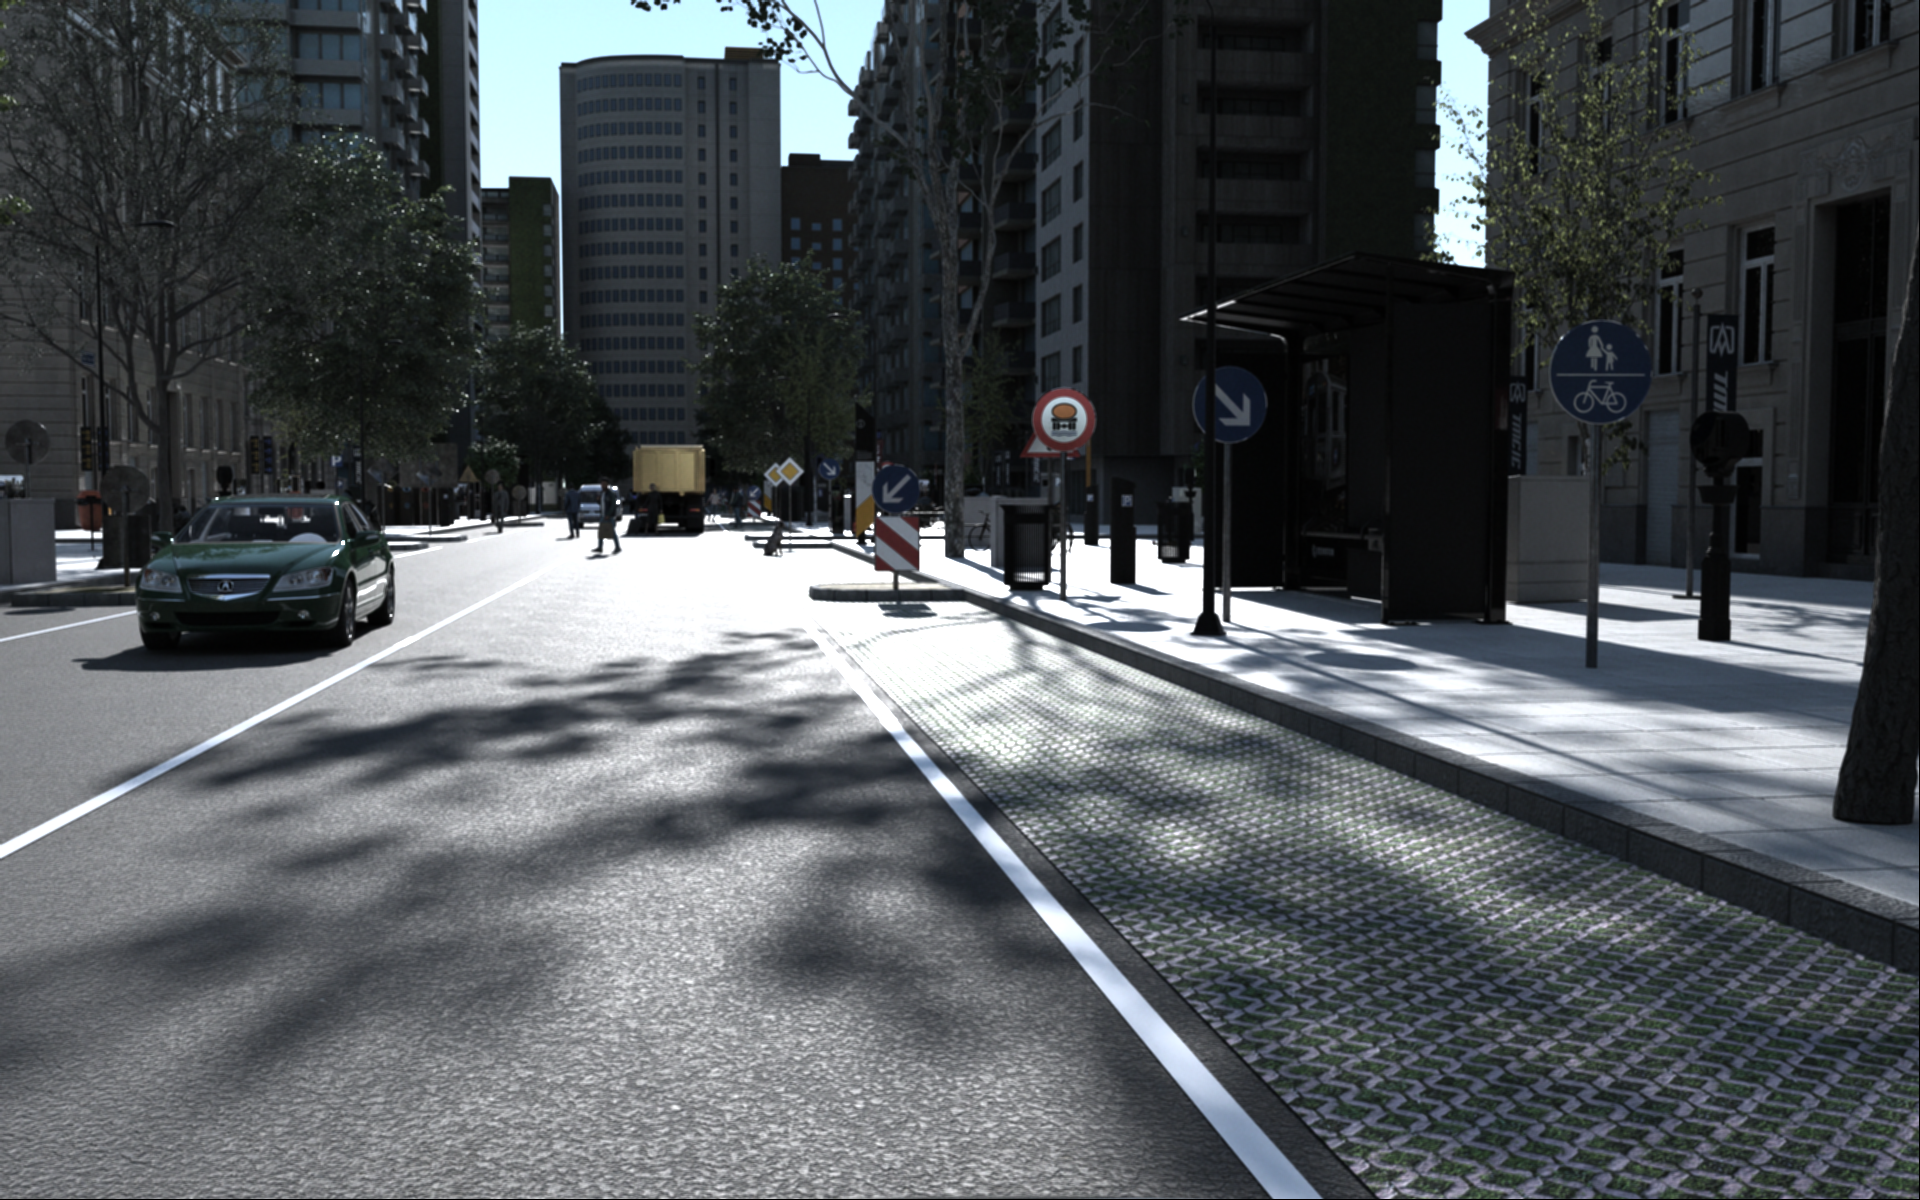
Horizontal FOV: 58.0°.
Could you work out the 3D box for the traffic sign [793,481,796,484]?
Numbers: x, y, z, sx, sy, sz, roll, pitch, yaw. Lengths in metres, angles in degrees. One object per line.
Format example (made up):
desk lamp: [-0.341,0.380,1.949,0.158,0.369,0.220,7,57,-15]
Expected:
traffic sign: [-10.358,-6.461,105.740,0.768,2.556,0.104,0,3,0]

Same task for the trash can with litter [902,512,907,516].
trash can with litter: [-3.219,-5.020,93.140,1.678,1.210,2.233,1,4,23]

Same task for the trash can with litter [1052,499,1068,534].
trash can with litter: [2.932,-2.705,55.619,1.055,1.170,0.624,0,4,1]

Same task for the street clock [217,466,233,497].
street clock: [-18.878,-2.443,44.507,0.471,2.002,0.358,3,5,44]

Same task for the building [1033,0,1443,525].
building: [11.377,-18.563,75.200,14.107,30.474,14.160,-1,4,-9]

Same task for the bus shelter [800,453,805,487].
bus shelter: [-8.656,-6.733,101.366,1.731,3.624,6.357,-1,4,-9]

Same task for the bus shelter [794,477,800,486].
bus shelter: [-11.715,-7.819,121.764,2.014,3.302,5.546,-1,4,-9]

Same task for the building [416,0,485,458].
building: [-63.609,-38.785,176.141,28.212,58.520,21.231,-1,4,-9]

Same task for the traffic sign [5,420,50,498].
traffic sign: [-16.011,-1.814,29.758,0.768,2.556,0.104,0,4,0]

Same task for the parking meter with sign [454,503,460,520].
parking meter with sign: [-25.700,-5.491,86.045,1.738,3.016,0.543,1,4,17]

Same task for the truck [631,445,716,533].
truck: [-11.270,-4.389,67.691,3.469,3.379,9.791,0,4,-8]

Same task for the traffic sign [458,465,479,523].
traffic sign: [-21.823,-4.704,76.915,0.884,2.594,0.081,0,4,-7]

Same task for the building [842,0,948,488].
building: [0.109,-34.343,181.108,23.786,49.044,30.456,-1,4,-9]

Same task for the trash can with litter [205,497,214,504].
trash can with litter: [-24.299,-2.789,56.980,1.055,1.170,0.624,0,4,2]

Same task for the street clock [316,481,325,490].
street clock: [-36.058,-5.697,97.723,0.358,2.002,0.471,1,4,18]

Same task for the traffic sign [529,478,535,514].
traffic sign: [-27.887,-6.744,112.392,0.606,2.300,0.079,0,4,-7]

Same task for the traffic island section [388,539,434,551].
traffic island section: [-14.955,-1.384,44.912,2.009,0.180,2.903,-1,4,-9]

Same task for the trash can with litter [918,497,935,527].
trash can with litter: [-1.371,-3.407,67.090,0.624,1.170,1.055,1,4,13]

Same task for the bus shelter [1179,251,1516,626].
bus shelter: [4.195,-1.754,19.964,1.731,3.624,6.357,-1,4,-9]

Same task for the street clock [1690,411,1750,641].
street clock: [6.624,-0.647,15.152,0.358,2.002,0.471,-1,4,-20]

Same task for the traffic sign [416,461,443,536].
traffic sign: [-16.147,-3.003,52.746,0.795,2.450,0.064,-1,4,-9]

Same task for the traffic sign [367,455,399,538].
traffic sign: [-14.933,-2.521,44.853,0.795,2.450,0.064,-1,4,-9]

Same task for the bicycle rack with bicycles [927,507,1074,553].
bicycle rack with bicycles: [1.363,-1.489,37.729,2.925,0.926,2.852,-3,5,-39]

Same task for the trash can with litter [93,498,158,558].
trash can with litter: [-16.296,-1.473,35.145,2.233,1.210,1.678,1,4,22]

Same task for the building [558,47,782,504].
building: [-38.327,-42.122,230.696,28.212,58.520,21.231,-1,4,-9]

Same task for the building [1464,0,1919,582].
building: [18.623,-13.973,25.719,12.463,27.353,25.104,-1,4,-9]

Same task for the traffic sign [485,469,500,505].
traffic sign: [-24.000,-5.432,88.919,0.768,2.556,0.104,0,4,-5]

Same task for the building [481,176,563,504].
building: [-59.257,-33.104,224.837,14.086,41.232,14.154,-1,4,-9]

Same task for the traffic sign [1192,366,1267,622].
traffic sign: [2.676,-1.052,17.311,0.768,2.556,0.104,-1,4,-8]

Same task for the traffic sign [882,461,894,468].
traffic sign: [-2.818,-4.121,67.481,0.768,2.556,0.104,0,4,-5]

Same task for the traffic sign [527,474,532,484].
traffic sign: [-26.797,-6.523,106.762,0.768,2.556,0.104,0,4,-8]

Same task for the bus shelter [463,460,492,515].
bus shelter: [-29.764,-7.148,108.153,1.731,3.624,6.357,-1,4,-9]

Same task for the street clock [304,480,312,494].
street clock: [-34.189,-5.279,90.886,0.358,2.002,0.471,0,4,-2]

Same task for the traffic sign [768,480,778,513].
traffic sign: [-10.989,-6.091,101.713,0.606,2.300,0.079,0,4,0]

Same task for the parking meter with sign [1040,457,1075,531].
parking meter with sign: [3.224,-3.973,61.224,1.738,3.016,0.543,3,5,45]

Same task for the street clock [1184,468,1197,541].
street clock: [6.302,-2.617,47.366,0.358,2.002,0.471,1,4,20]

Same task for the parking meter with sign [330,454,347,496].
parking meter with sign: [-27.417,-4.925,76.778,0.543,3.016,1.738,0,4,-7]

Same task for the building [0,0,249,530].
building: [-39.035,-16.815,72.194,12.463,27.353,25.104,-1,4,-9]

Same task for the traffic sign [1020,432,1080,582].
traffic sign: [1.304,-1.539,25.162,0.884,2.594,0.081,0,4,-2]

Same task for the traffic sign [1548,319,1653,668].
traffic sign: [4.669,-0.772,12.728,0.768,2.556,0.104,0,4,-2]

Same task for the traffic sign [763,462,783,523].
traffic sign: [-5.772,-3.099,54.316,0.795,2.450,0.064,-1,4,-9]

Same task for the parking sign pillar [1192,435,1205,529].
parking sign pillar: [9.016,-4.616,63.946,1.447,3.967,1.447,2,4,33]

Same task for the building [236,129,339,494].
building: [-43.398,-15.579,96.513,13.314,21.916,24.055,-1,4,-9]

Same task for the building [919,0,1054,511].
building: [9.660,-28.303,117.376,22.147,44.769,28.867,-1,4,-9]

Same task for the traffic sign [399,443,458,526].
traffic sign: [-21.182,-4.598,69.046,2.265,3.308,0.079,0,4,-7]

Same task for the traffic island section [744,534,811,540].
traffic island section: [-5.750,-1.964,54.396,2.009,0.180,2.903,-1,4,-9]

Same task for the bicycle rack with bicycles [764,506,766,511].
bicycle rack with bicycles: [-13.020,-7.012,128.027,2.925,0.926,2.852,-1,4,-12]

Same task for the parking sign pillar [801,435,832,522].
parking sign pillar: [-6.590,-5.573,79.595,1.447,3.967,1.447,2,4,32]

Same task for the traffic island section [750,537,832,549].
traffic island section: [-4.535,-1.482,46.504,2.009,0.180,2.903,-1,4,-9]

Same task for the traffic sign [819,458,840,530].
traffic sign: [-4.627,-3.757,61.535,0.768,2.556,0.104,0,4,-2]

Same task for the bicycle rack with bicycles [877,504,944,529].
bicycle rack with bicycles: [-1.173,-3.025,62.846,2.925,0.926,2.852,1,4,16]

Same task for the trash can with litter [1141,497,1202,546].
trash can with litter: [5.376,-1.982,43.465,1.678,1.210,2.233,0,4,7]

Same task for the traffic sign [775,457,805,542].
traffic sign: [-4.557,-2.617,46.423,0.795,2.450,0.064,-1,4,-9]

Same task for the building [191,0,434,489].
building: [-54.828,-31.694,137.803,23.786,49.044,30.456,-1,4,-9]

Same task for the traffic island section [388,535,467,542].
traffic island section: [-16.169,-1.867,52.804,2.009,0.180,2.903,-1,4,-9]

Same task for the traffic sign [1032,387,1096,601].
traffic sign: [1.243,-1.265,20.784,0.768,2.556,0.104,0,4,0]

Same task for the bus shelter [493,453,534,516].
bus shelter: [-26.364,-6.814,102.691,1.731,3.624,6.357,-1,4,-9]

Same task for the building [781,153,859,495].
building: [-16.894,-35.543,231.241,14.200,45.320,14.600,-1,4,-9]

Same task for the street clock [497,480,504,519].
street clock: [-23.944,-5.245,90.324,0.358,2.002,0.471,0,4,-1]

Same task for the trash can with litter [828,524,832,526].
trash can with litter: [-4.704,-3.684,71.295,1.678,1.210,2.233,3,5,42]
